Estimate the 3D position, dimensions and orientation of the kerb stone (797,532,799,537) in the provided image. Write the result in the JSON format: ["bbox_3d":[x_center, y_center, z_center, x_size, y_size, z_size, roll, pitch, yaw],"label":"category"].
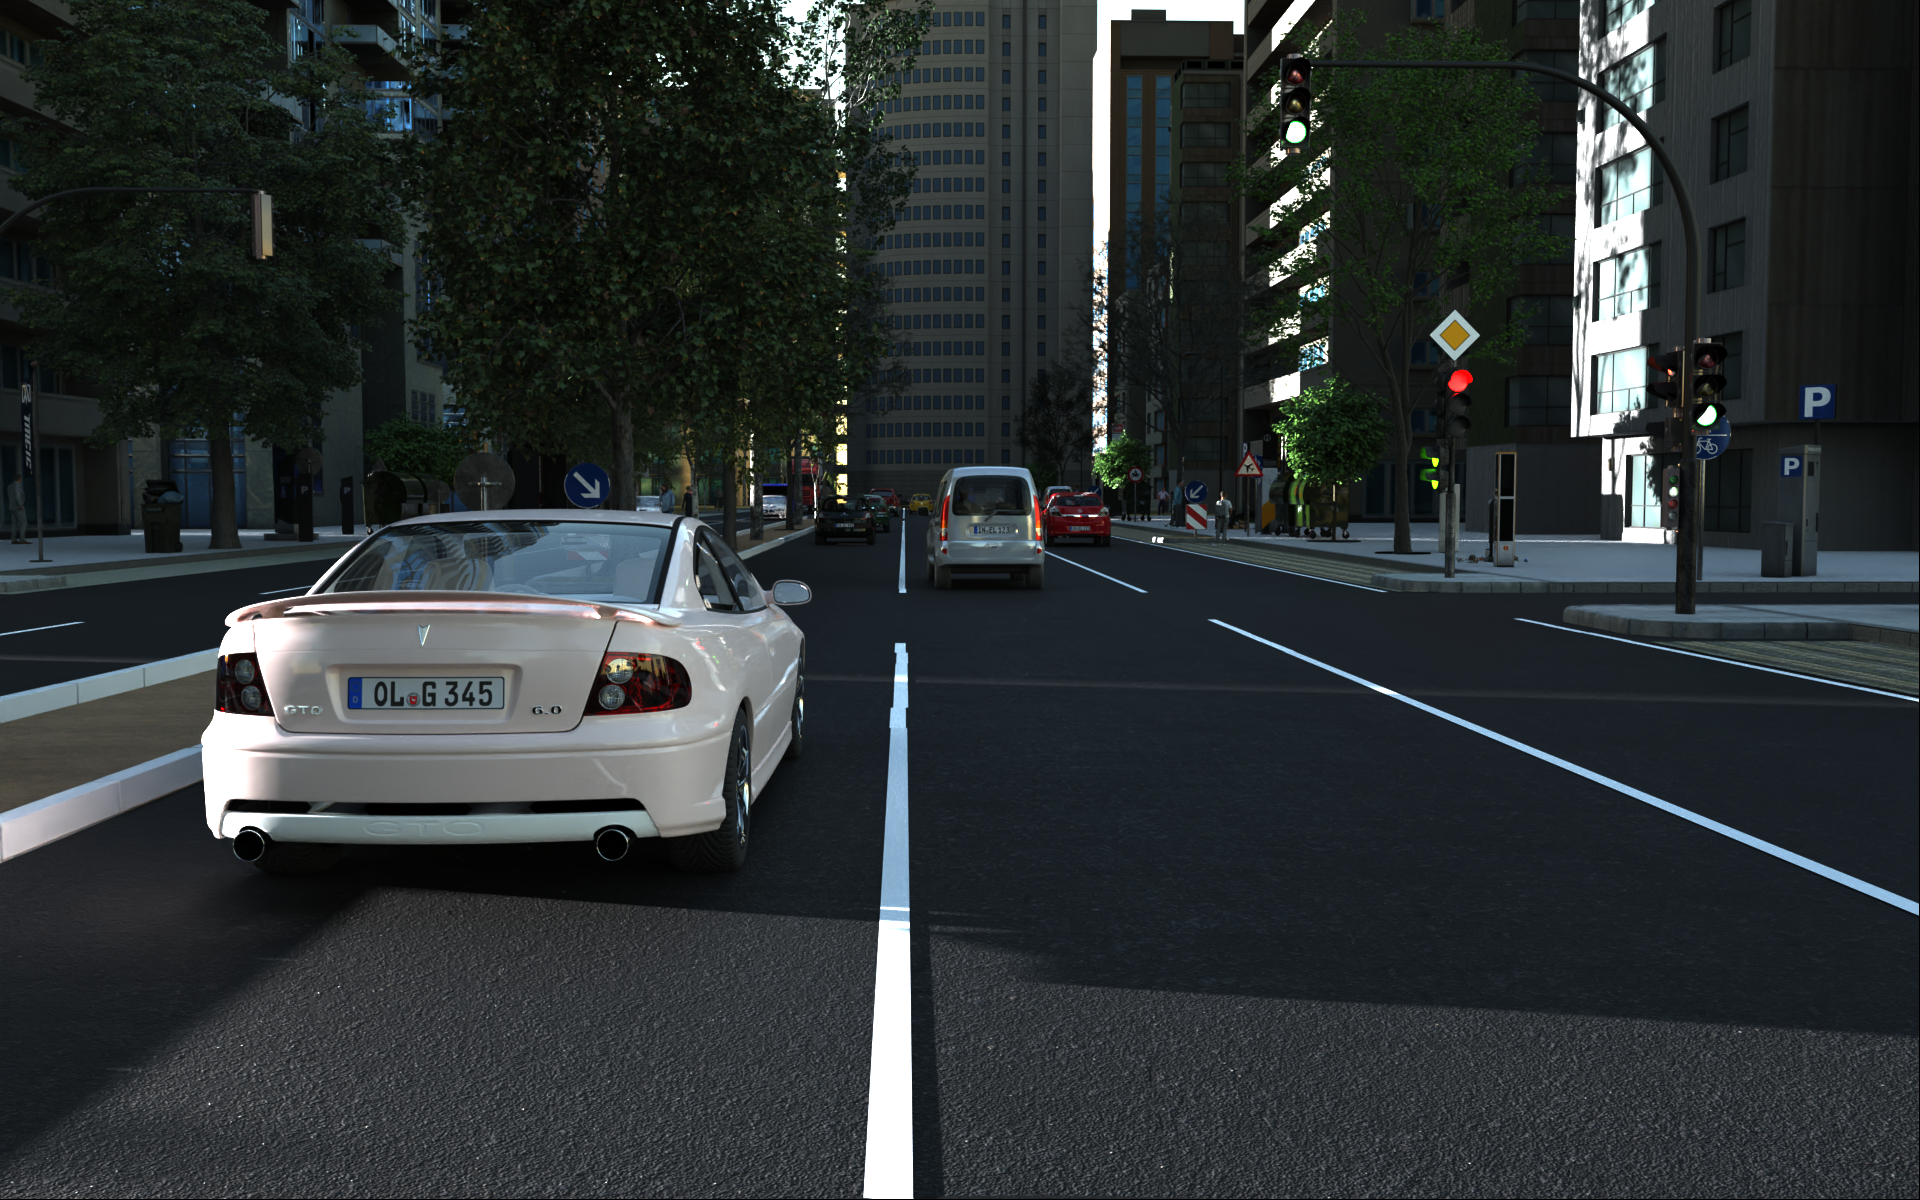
[{"bbox_3d":[-5.359,-2.061,55.909,0.120,0.150,1.000,0,4,-2],"label":"kerb stone"}]

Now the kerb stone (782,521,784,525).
[{"bbox_3d":[-8.177,-3.436,78.380,0.120,0.150,1.000,0,4,-2],"label":"kerb stone"}]

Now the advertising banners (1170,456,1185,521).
[{"bbox_3d":[10.053,-5.120,79.894,0.090,3.025,2.074,2,4,24],"label":"advertising banners"}]

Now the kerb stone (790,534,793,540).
[{"bbox_3d":[-5.263,-1.874,52.835,0.120,0.150,1.000,0,4,-2],"label":"kerb stone"}]

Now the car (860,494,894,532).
[{"bbox_3d":[-3.591,-3.327,66.188,2.131,1.459,4.920,0,4,-2],"label":"car"}]

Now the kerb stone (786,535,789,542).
[{"bbox_3d":[-5.195,-1.749,50.790,0.120,0.150,1.000,0,4,-2],"label":"kerb stone"}]

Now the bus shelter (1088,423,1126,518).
[{"bbox_3d":[8.295,-7.210,95.508,2.179,5.291,8.768,0,4,-2],"label":"bus shelter"}]

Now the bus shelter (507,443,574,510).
[{"bbox_3d":[-18.713,-5.277,77.557,1.731,3.624,6.357,0,4,-2],"label":"bus shelter"}]

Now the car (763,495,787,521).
[{"bbox_3d":[-10.020,-4.912,92.675,2.083,1.381,4.827,0,4,-1],"label":"car"}]

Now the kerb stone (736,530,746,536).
[{"bbox_3d":[-7.588,-2.309,59.955,0.120,0.150,1.000,0,4,-2],"label":"kerb stone"}]

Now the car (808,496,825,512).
[{"bbox_3d":[-11.556,-8.170,142.374,1.959,1.807,4.718,0,4,-2],"label":"car"}]

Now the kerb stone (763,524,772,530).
[{"bbox_3d":[-7.952,-2.995,71.212,0.120,0.150,1.000,0,4,-2],"label":"kerb stone"}]

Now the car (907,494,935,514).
[{"bbox_3d":[-2.767,-6.966,124.114,2.015,1.641,3.980,0,4,-1],"label":"car"}]

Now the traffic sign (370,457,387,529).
[{"bbox_3d":[-20.116,-3.670,60.000,0.884,2.594,0.081,0,4,8],"label":"traffic sign"}]

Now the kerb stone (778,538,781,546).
[{"bbox_3d":[-5.094,-1.561,47.714,0.120,0.150,1.000,0,4,-2],"label":"kerb stone"}]

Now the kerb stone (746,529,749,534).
[{"bbox_3d":[-7.620,-2.372,60.979,0.120,0.150,1.000,0,4,-2],"label":"kerb stone"}]

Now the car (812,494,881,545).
[{"bbox_3d":[-3.312,-2.486,50.425,2.009,1.686,4.222,0,4,-2],"label":"car"}]

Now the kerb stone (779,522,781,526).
[{"bbox_3d":[-8.113,-3.308,76.335,0.120,0.150,1.000,0,4,-2],"label":"kerb stone"}]

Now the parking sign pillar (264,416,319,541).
[{"bbox_3d":[-18.661,-3.655,48.238,1.447,3.967,1.447,-3,5,-44],"label":"parking sign pillar"}]

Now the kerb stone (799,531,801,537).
[{"bbox_3d":[-5.394,-2.125,56.939,0.120,0.150,1.000,0,4,-2],"label":"kerb stone"}]

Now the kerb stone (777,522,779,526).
[{"bbox_3d":[-8.080,-3.249,75.313,0.120,0.150,1.000,0,4,-2],"label":"kerb stone"}]

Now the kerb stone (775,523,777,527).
[{"bbox_3d":[-8.058,-3.186,74.291,0.120,0.150,1.000,0,4,-2],"label":"kerb stone"}]

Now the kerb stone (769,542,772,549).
[{"bbox_3d":[-5.000,-1.365,44.637,0.120,0.150,1.000,0,4,-2],"label":"kerb stone"}]

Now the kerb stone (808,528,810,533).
[{"bbox_3d":[-5.551,-2.438,62.063,0.120,0.150,1.000,0,4,-2],"label":"kerb stone"}]

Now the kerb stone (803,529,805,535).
[{"bbox_3d":[-5.460,-2.250,58.984,0.120,0.150,1.000,0,4,-2],"label":"kerb stone"}]

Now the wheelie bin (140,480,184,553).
[{"bbox_3d":[-17.395,-1.827,37.784,0.980,1.594,0.693,0,4,4],"label":"wheelie bin"}]

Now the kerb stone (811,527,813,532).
[{"bbox_3d":[-5.628,-2.564,64.121,0.120,0.150,1.000,0,4,-2],"label":"kerb stone"}]

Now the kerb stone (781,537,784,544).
[{"bbox_3d":[-5.119,-1.623,48.738,0.120,0.150,1.000,0,4,-2],"label":"kerb stone"}]

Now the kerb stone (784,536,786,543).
[{"bbox_3d":[-5.166,-1.683,49.760,0.120,0.150,1.000,0,4,-2],"label":"kerb stone"}]

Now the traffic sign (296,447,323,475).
[{"bbox_3d":[-17.680,-2.872,47.066,0.768,2.556,0.104,0,4,7],"label":"traffic sign"}]

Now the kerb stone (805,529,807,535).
[{"bbox_3d":[-5.494,-2.312,60.014,0.120,0.150,1.000,0,4,-2],"label":"kerb stone"}]

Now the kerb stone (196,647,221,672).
[{"bbox_3d":[-6.131,0.483,14.297,0.120,0.150,1.000,0,4,-2],"label":"kerb stone"}]

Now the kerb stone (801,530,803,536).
[{"bbox_3d":[-5.429,-2.187,57.960,0.120,0.150,1.000,0,4,-2],"label":"kerb stone"}]

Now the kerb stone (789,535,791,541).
[{"bbox_3d":[-5.226,-1.811,51.812,0.120,0.150,1.000,0,4,-2],"label":"kerb stone"}]

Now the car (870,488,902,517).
[{"bbox_3d":[-4.885,-6.225,110.459,2.281,1.827,5.304,0,4,0],"label":"car"}]

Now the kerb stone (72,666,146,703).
[{"bbox_3d":[-6.059,0.608,12.255,0.120,0.150,1.000,0,4,-2],"label":"kerb stone"}]

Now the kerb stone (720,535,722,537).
[{"bbox_3d":[-7.427,-1.988,54.826,0.120,0.150,1.000,0,4,-2],"label":"kerb stone"}]

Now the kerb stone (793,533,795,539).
[{"bbox_3d":[-5.293,-1.936,53.861,0.120,0.150,1.000,0,4,-2],"label":"kerb stone"}]

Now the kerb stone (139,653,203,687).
[{"bbox_3d":[-6.089,0.546,13.276,0.120,0.150,1.000,0,4,-2],"label":"kerb stone"}]

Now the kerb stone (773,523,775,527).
[{"bbox_3d":[-8.019,-3.123,73.264,0.120,0.150,1.000,0,4,-2],"label":"kerb stone"}]

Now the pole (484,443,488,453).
[{"bbox_3d":[-18.943,-4.610,69.219,0.158,3.312,0.155,0,3,0],"label":"pole"}]

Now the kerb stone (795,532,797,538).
[{"bbox_3d":[-5.322,-1.999,54.887,0.120,0.150,1.000,0,4,-2],"label":"kerb stone"}]

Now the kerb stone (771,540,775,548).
[{"bbox_3d":[-5.037,-1.429,45.658,0.120,0.150,1.000,0,4,-2],"label":"kerb stone"}]

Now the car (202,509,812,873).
[{"bbox_3d":[-1.760,0.271,7.939,2.083,1.381,4.827,0,4,-1],"label":"car"}]

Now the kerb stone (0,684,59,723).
[{"bbox_3d":[-6.028,0.670,11.233,0.120,0.150,1.000,0,4,-2],"label":"kerb stone"}]

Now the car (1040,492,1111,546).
[{"bbox_3d":[3.217,-2.434,48.844,2.155,1.783,4.494,0,4,0],"label":"car"}]

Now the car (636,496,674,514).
[{"bbox_3d":[-13.305,-3.742,73.550,2.083,1.381,4.827,0,4,0],"label":"car"}]

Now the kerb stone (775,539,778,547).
[{"bbox_3d":[-5.059,-1.493,46.693,0.120,0.150,1.000,0,4,-2],"label":"kerb stone"}]
